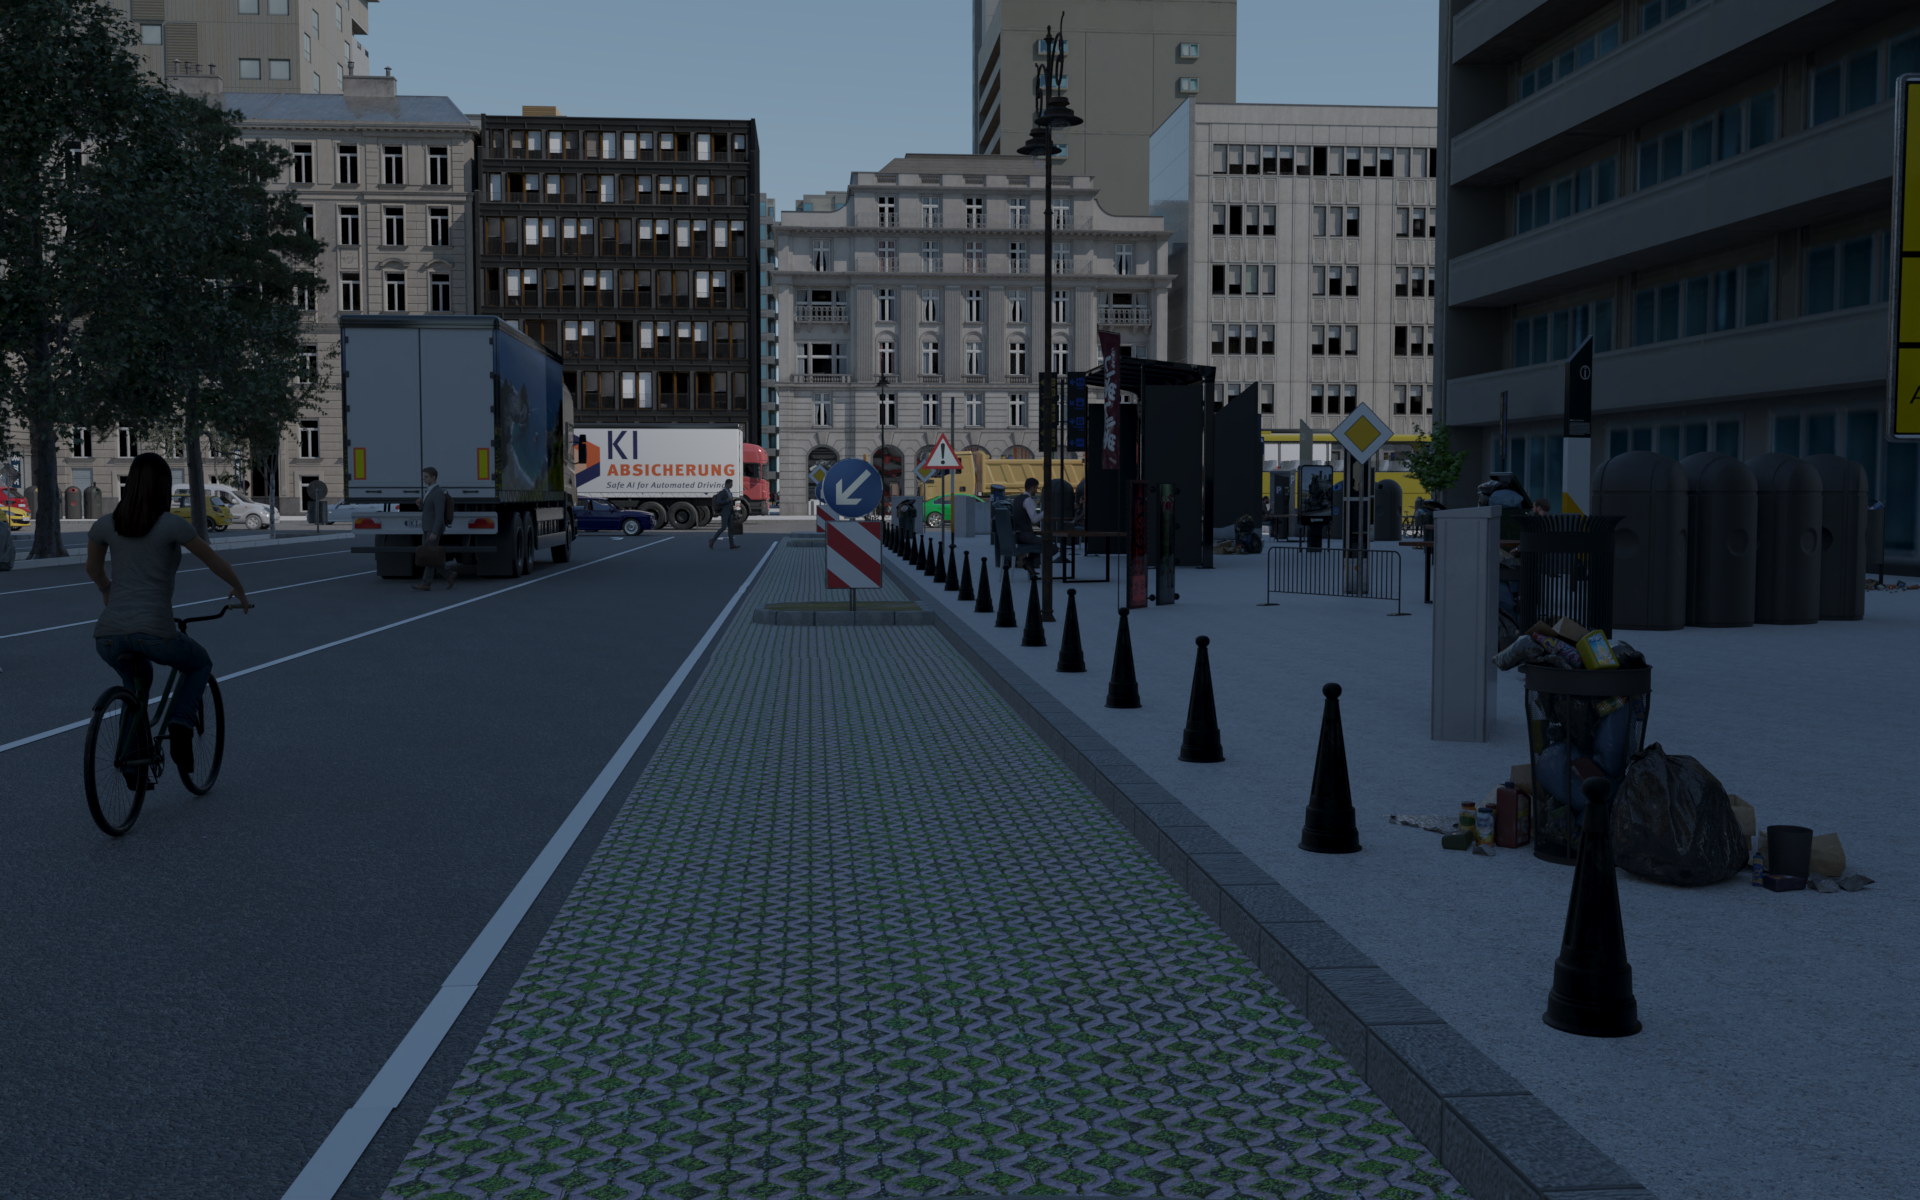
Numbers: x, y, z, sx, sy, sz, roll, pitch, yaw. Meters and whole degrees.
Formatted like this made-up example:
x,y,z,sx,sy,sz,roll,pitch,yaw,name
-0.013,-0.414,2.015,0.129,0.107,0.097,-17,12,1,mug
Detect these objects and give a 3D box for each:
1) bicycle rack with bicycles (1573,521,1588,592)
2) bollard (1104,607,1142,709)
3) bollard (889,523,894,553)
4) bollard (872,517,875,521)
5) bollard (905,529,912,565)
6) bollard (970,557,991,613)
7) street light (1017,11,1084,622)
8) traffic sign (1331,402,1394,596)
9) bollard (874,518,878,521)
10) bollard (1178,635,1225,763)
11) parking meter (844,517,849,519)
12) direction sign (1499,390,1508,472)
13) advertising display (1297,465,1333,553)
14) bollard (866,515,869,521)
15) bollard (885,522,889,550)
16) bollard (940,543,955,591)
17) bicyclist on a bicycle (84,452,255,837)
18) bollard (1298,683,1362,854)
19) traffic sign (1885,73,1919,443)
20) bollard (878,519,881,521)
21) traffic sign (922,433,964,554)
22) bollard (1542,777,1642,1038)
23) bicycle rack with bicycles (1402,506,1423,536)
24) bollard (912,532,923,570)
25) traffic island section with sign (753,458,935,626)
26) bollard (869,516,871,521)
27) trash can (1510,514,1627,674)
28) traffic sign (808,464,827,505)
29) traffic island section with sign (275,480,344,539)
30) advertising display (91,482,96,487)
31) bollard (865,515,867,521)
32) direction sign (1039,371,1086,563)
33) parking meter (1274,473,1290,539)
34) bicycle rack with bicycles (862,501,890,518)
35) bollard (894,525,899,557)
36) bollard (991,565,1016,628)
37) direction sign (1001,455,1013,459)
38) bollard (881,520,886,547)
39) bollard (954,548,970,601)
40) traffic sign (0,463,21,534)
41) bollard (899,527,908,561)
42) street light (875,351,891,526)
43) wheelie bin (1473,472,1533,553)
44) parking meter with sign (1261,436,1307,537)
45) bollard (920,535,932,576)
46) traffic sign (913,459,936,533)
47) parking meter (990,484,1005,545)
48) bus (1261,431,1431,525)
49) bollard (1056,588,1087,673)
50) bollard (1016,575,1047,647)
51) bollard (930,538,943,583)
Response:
x,y,z,sx,sy,sz,roll,pitch,yaw,name
9.038,-0.586,22.957,2.852,0.926,2.925,2,4,28,bicycle rack with bicycles
0.985,0.343,10.435,0.229,0.601,0.229,0,3,0,bollard
-1.370,-1.319,37.615,0.229,0.601,0.229,0,3,0,bollard
-2.277,-1.958,48.059,0.229,0.601,0.229,0,3,0,bollard
-0.823,-0.935,31.330,0.229,0.601,0.229,0,3,0,bollard
0.262,-0.169,18.797,0.229,0.601,0.229,0,3,0,bollard
0.877,-2.719,17.251,0.468,5.910,1.993,0,4,-5,street light
5.038,-1.258,21.759,0.795,2.450,0.064,0,4,-1,traffic sign
-2.090,-1.830,45.961,0.229,0.601,0.229,0,3,0,bollard
1.167,0.471,8.349,0.229,0.601,0.229,0,3,0,bollard
-5.829,-4.977,89.782,0.372,1.533,0.369,0,3,0,parking meter
12.008,-2.834,38.327,0.379,3.537,0.876,1,4,9,direction sign
7.818,-2.014,38.143,0.974,1.923,0.123,-2,4,-32,advertising display
-2.632,-2.214,52.234,0.229,0.601,0.229,0,3,0,bollard
-1.548,-1.447,39.700,0.229,0.601,0.229,0,3,0,bollard
-0.104,-0.424,22.978,0.229,0.601,0.229,0,3,0,bollard
-3.574,0.141,7.712,1.499,1.676,1.625,0,4,-5,bicyclist on a bicycle
1.342,0.598,6.263,0.229,0.601,0.229,0,3,0,bollard
5.656,-0.896,8.518,2.265,3.308,0.079,0,4,-1,traffic sign
-1.905,-1.702,43.873,0.229,0.601,0.229,0,3,0,bollard
-0.361,-2.255,36.876,0.884,2.594,0.081,0,4,2,traffic sign
1.531,0.726,4.179,0.229,0.601,0.229,0,3,0,bollard
14.111,-2.424,53.007,2.852,0.926,2.925,-1,4,-17,bicycle rack with bicycles
-0.642,-0.808,29.244,0.229,0.601,0.229,0,3,0,bollard
-1.338,-0.673,19.624,1.989,1.847,2.006,0,4,-5,traffic island section with sign
-2.456,-2.086,50.148,0.229,0.601,0.229,0,3,0,bollard
4.139,-0.011,11.826,0.748,1.137,0.748,0,3,0,trash can
-4.636,-3.285,57.350,0.795,2.450,0.064,0,4,-5,traffic sign
-21.036,-2.943,56.251,2.006,1.907,1.989,0,4,-5,traffic island section with sign
-55.093,-6.456,110.774,0.974,1.923,0.123,-2,4,-28,advertising display
-2.817,-2.341,54.319,0.229,0.601,0.229,0,3,0,bollard
1.894,-2.455,32.144,0.876,3.537,0.379,1,4,11,direction sign
9.110,-2.650,49.035,0.255,1.863,0.399,-3,5,-42,parking meter
-3.977,-4.843,92.558,2.852,0.926,2.925,-1,4,-13,bicycle rack with bicycles
-1.187,-1.192,35.526,0.229,0.601,0.229,0,3,0,bollard
0.445,-0.041,16.712,0.229,0.601,0.229,0,3,0,bollard
2.682,-6.569,99.393,0.876,3.537,0.379,-3,4,-38,direction sign
-1.731,-1.575,41.785,0.229,0.601,0.229,0,3,0,bollard
0.077,-0.297,20.893,0.229,0.601,0.229,0,3,0,bollard
-30.286,-3.151,55.157,0.795,2.450,0.064,0,4,-5,traffic sign
-1.009,-1.063,33.429,0.229,0.601,0.229,0,3,0,bollard
-2.505,-5.101,56.184,0.468,5.910,1.993,0,4,-5,street light
7.899,-1.059,25.222,0.693,1.594,0.980,-1,4,-14,wheelie bin
9.653,-3.399,51.837,1.738,3.016,0.543,3,4,39,parking meter with sign
-0.460,-0.680,27.159,0.229,0.601,0.229,0,3,0,bollard
-1.158,-3.395,56.692,0.795,2.450,0.064,0,4,2,traffic sign
0.954,-2.161,43.746,0.372,1.533,0.369,0,3,0,parking meter
11.134,-4.351,62.687,12.252,3.916,2.896,0,4,-3,bus
0.806,0.215,12.521,0.229,0.601,0.229,0,3,0,bollard
0.625,0.087,14.621,0.229,0.601,0.229,0,3,0,bollard
-0.283,-0.552,25.074,0.229,0.601,0.229,0,3,0,bollard
